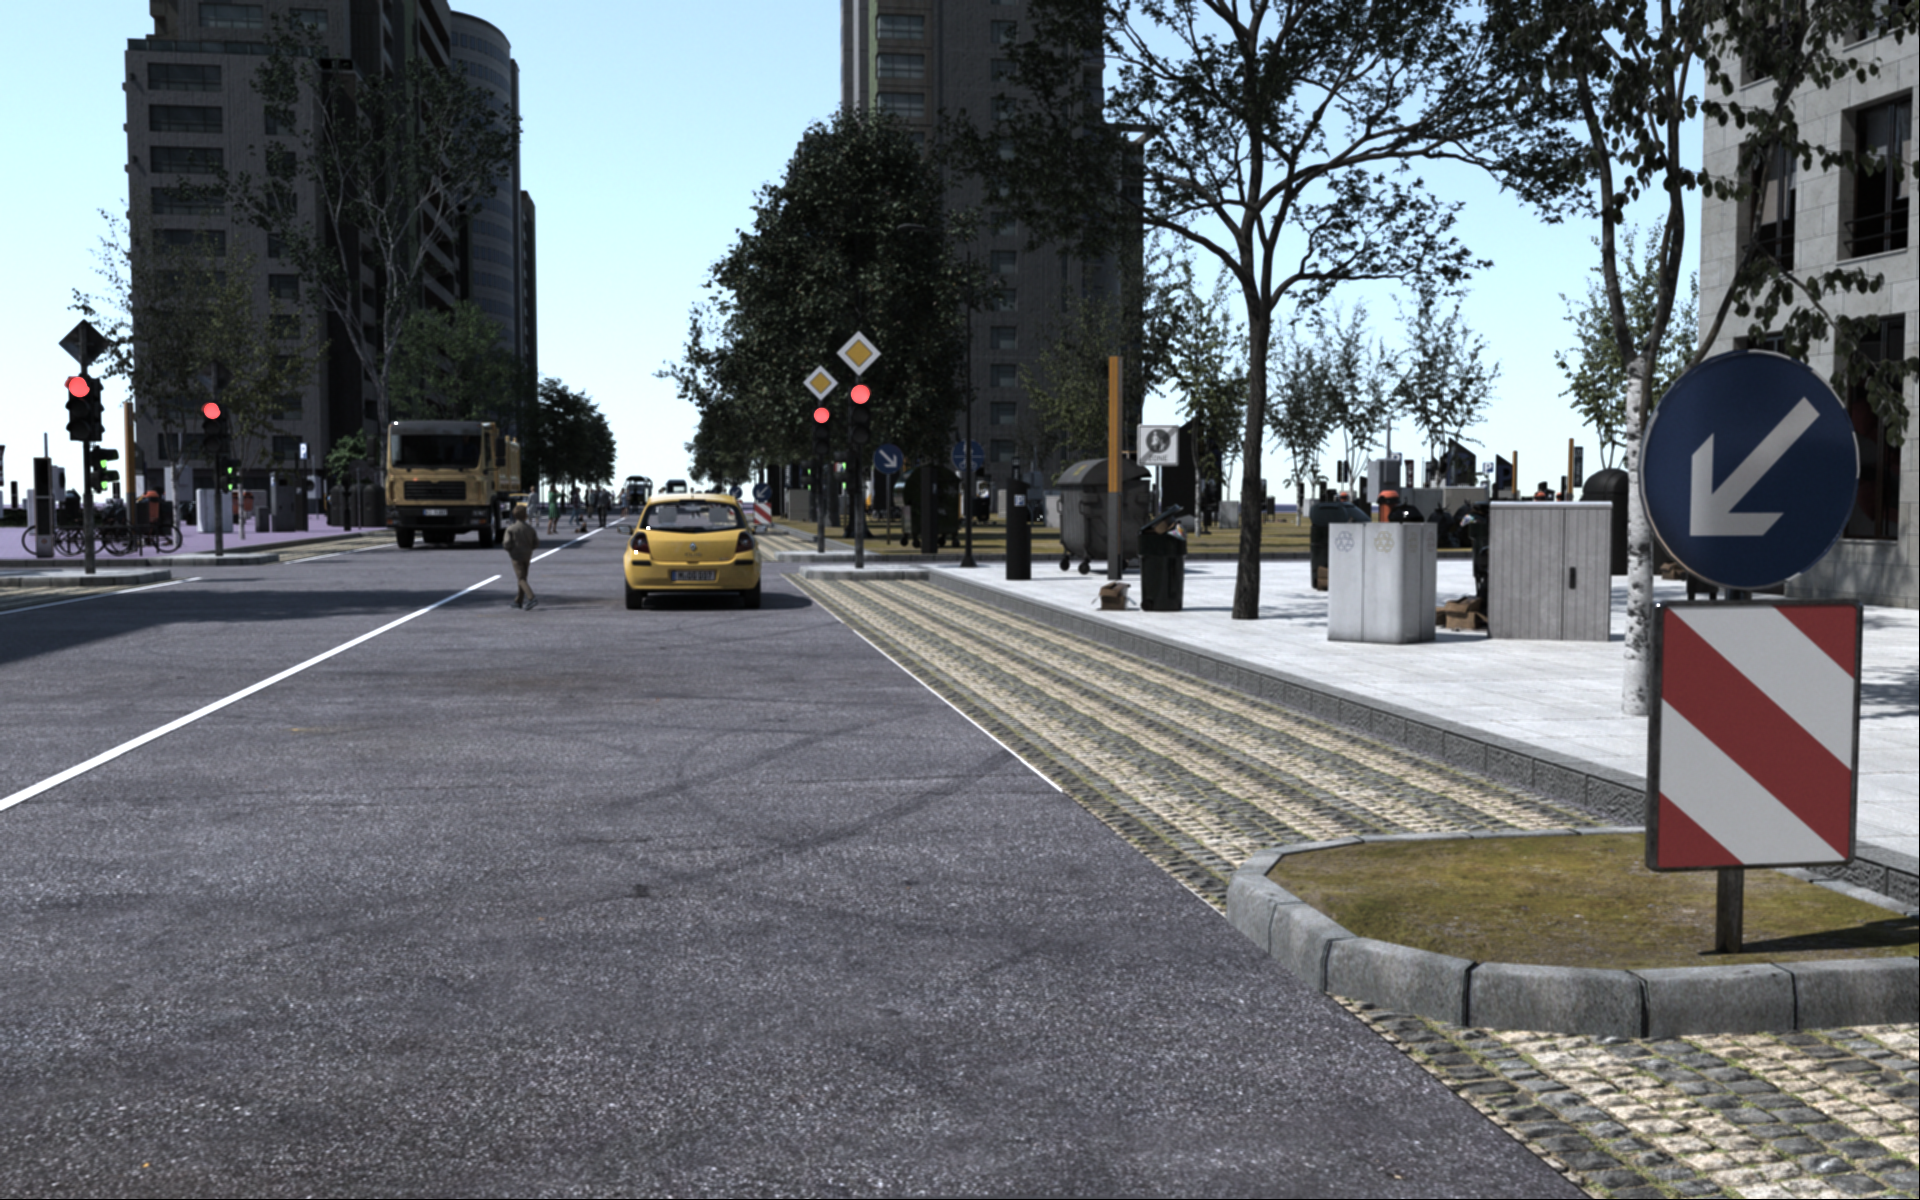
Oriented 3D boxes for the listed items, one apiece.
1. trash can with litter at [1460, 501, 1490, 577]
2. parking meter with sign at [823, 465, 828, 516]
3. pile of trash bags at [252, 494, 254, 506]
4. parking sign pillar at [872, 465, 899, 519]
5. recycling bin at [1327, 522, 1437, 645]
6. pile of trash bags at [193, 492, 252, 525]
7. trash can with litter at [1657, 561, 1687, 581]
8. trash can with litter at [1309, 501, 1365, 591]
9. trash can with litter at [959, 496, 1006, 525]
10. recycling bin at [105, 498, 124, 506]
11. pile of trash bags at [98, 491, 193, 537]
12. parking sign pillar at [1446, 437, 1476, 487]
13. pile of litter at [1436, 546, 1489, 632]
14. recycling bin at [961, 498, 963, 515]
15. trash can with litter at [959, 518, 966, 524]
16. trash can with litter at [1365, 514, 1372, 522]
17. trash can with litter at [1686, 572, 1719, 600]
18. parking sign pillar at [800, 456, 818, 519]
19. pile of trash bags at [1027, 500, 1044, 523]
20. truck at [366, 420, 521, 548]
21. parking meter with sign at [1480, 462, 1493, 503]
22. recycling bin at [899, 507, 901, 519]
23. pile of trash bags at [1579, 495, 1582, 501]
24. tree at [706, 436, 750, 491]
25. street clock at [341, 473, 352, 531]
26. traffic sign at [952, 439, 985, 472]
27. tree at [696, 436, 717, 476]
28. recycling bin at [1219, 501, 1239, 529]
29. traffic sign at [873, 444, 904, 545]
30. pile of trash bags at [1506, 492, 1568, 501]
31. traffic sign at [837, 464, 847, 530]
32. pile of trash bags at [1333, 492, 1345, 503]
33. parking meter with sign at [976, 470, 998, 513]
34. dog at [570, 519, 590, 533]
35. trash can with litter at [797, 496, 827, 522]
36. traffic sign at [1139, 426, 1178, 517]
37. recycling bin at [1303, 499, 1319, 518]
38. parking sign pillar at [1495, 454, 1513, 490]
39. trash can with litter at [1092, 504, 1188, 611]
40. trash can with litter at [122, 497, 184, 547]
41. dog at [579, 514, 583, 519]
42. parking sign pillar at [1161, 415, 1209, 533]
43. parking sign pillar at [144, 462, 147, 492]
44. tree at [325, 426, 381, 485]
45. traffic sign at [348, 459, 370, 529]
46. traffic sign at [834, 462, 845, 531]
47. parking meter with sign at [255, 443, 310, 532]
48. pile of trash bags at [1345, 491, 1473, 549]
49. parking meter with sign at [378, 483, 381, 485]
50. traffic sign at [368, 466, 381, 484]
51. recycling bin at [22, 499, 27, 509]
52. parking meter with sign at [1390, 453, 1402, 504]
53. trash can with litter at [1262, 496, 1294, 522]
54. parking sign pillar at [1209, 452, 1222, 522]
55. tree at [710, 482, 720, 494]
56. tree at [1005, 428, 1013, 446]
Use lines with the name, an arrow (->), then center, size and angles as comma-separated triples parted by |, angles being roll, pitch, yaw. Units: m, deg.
trash can with litter -> 8.286, -0.936, 26.683 | 1.055, 1.170, 0.624 | -2, 4, -28
parking meter with sign -> -8.149, -6.577, 103.795 | 0.543, 3.016, 1.738 | -1, 4, -13
pile of trash bags -> -36.257, -4.574, 84.537 | 3.447, 1.369, 1.912 | -3, 4, -38
parking sign pillar -> -3.802, -6.163, 89.242 | 1.447, 3.967, 1.447 | -1, 4, -12
recycling bin -> 3.701, -0.160, 15.175 | 0.722, 1.027, 0.722 | 3, 5, 39
pile of trash bags -> -31.325, -3.769, 71.382 | 3.447, 1.369, 1.912 | -1, 4, -11
trash can with litter -> 10.770, -0.872, 25.639 | 0.624, 1.170, 1.055 | -1, 4, -20
trash can with litter -> 5.031, -0.730, 23.321 | 0.624, 1.170, 1.055 | 0, 4, 7
trash can with litter -> 0.877, -3.705, 71.635 | 2.233, 1.210, 1.678 | 3, 4, 39
recycling bin -> -49.177, -5.395, 100.766 | 0.722, 1.027, 0.722 | 0, 4, 7
pile of trash bags -> -25.058, -2.643, 52.969 | 1.912, 1.369, 3.447 | -3, 4, -39
parking sign pillar -> 23.502, -5.678, 81.302 | 1.447, 3.967, 1.447 | 3, 4, 37
pile of litter -> 4.969, -0.176, 16.850 | 1.176, 0.858, 1.719 | 2, 4, 26
recycling bin -> 0.509, -5.628, 104.580 | 0.722, 1.027, 0.722 | -3, 4, -37
trash can with litter -> -0.184, -3.815, 73.761 | 1.055, 1.170, 0.624 | 2, 4, 32
trash can with litter -> 6.234, -0.934, 26.654 | 0.624, 1.170, 1.055 | -3, 4, -39
trash can with litter -> 7.461, -0.349, 16.761 | 2.233, 1.210, 1.678 | -3, 5, -44
parking sign pillar -> -7.621, -5.948, 85.724 | 1.447, 3.967, 1.447 | -1, 4, -12
pile of trash bags -> 3.975, -4.210, 78.585 | 3.447, 1.369, 1.912 | 3, 5, 42
truck -> -14.017, -3.198, 48.211 | 3.469, 3.379, 9.791 | -1, 4, -9
parking meter with sign -> 28.678, -6.016, 94.618 | 0.543, 3.016, 1.738 | 2, 4, 27
recycling bin -> -2.926, -4.808, 91.160 | 0.722, 1.027, 0.722 | 0, 4, -3
pile of trash bags -> 42.517, -6.650, 118.484 | 3.447, 1.369, 1.912 | 2, 4, 32
tree -> -20.117, -12.505, 154.813 | 4.360, 8.622, 3.978 | 0, 3, 0
street clock -> -21.288, -3.399, 60.142 | 0.358, 2.002, 0.471 | 0, 4, -6
traffic sign -> 0.185, -2.459, 40.317 | 0.768, 2.556, 0.104 | 0, 4, -3
tree -> -35.847, -20.247, 256.789 | 9.928, 11.665, 9.643 | 0, 3, 0
recycling bin -> 9.905, -3.133, 63.780 | 0.722, 1.027, 0.722 | 0, 4, 7
traffic sign -> -1.807, -2.668, 43.732 | 0.768, 2.556, 0.104 | 0, 4, 0
pile of trash bags -> 24.599, -3.993, 75.030 | 1.912, 1.369, 3.447 | 0, 4, -3
traffic sign -> -3.805, -3.399, 57.709 | 0.606, 2.300, 0.079 | 0, 4, -5
pile of trash bags -> 21.187, -5.213, 94.988 | 1.912, 1.369, 3.447 | 1, 4, 16
parking meter with sign -> 1.939, -7.239, 114.620 | 1.738, 3.016, 0.543 | 1, 4, 18
dog -> -14.055, -2.680, 64.016 | 0.748, 0.427, 0.550 | -1, 4, -13
trash can with litter -> -6.800, -4.281, 81.054 | 2.233, 1.210, 1.678 | -3, 5, -39
traffic sign -> 2.903, -1.429, 25.487 | 0.606, 2.300, 0.079 | 0, 4, -5
recycling bin -> 19.106, -4.986, 94.080 | 0.722, 1.027, 0.722 | -1, 4, -19
parking sign pillar -> 36.465, -7.779, 115.660 | 1.447, 3.967, 1.447 | 0, 4, -1
trash can with litter -> 1.980, -0.468, 19.046 | 1.055, 1.170, 0.624 | 1, 4, 12
trash can with litter -> -20.071, -1.967, 43.225 | 1.678, 1.210, 2.233 | 1, 4, 10
dog -> -19.796, -4.257, 89.791 | 0.748, 0.427, 0.550 | -1, 4, -10
parking sign pillar -> 7.358, -4.231, 57.652 | 1.447, 3.967, 1.447 | 0, 4, 0
parking sign pillar -> -49.341, -7.090, 104.400 | 1.447, 3.967, 1.447 | -2, 4, -31
tree -> -28.914, -6.119, 83.765 | 4.285, 4.588, 4.351 | 0, 3, 0
traffic sign -> -21.757, -3.829, 62.702 | 0.768, 2.556, 0.104 | 0, 4, -4
traffic sign -> -3.983, -3.660, 59.944 | 0.768, 2.556, 0.104 | 0, 4, -4
parking meter with sign -> -22.966, -3.816, 58.660 | 0.543, 3.016, 1.738 | 3, 5, 44
pile of trash bags -> 11.297, -1.998, 42.426 | 1.912, 1.369, 3.447 | -1, 4, -21
parking meter with sign -> -35.843, -6.662, 105.183 | 1.738, 3.016, 0.543 | 1, 4, 11
traffic sign -> -26.278, -4.765, 78.016 | 0.768, 2.556, 0.104 | 0, 4, -3
recycling bin -> -51.849, -5.137, 96.549 | 0.722, 1.027, 0.722 | -2, 4, -26
parking meter with sign -> 18.542, -4.740, 73.756 | 0.543, 3.016, 1.738 | 1, 4, 16
trash can with litter -> 14.419, -4.185, 79.484 | 1.678, 1.210, 2.233 | -2, 4, -29
parking sign pillar -> 11.596, -5.598, 80.006 | 1.447, 3.967, 1.447 | -1, 4, -22
tree -> -34.248, -15.296, 244.687 | 1.663, 3.219, 1.824 | 0, 3, 0
tree -> 5.062, -9.857, 111.520 | 4.360, 8.622, 3.978 | 0, 3, 0
